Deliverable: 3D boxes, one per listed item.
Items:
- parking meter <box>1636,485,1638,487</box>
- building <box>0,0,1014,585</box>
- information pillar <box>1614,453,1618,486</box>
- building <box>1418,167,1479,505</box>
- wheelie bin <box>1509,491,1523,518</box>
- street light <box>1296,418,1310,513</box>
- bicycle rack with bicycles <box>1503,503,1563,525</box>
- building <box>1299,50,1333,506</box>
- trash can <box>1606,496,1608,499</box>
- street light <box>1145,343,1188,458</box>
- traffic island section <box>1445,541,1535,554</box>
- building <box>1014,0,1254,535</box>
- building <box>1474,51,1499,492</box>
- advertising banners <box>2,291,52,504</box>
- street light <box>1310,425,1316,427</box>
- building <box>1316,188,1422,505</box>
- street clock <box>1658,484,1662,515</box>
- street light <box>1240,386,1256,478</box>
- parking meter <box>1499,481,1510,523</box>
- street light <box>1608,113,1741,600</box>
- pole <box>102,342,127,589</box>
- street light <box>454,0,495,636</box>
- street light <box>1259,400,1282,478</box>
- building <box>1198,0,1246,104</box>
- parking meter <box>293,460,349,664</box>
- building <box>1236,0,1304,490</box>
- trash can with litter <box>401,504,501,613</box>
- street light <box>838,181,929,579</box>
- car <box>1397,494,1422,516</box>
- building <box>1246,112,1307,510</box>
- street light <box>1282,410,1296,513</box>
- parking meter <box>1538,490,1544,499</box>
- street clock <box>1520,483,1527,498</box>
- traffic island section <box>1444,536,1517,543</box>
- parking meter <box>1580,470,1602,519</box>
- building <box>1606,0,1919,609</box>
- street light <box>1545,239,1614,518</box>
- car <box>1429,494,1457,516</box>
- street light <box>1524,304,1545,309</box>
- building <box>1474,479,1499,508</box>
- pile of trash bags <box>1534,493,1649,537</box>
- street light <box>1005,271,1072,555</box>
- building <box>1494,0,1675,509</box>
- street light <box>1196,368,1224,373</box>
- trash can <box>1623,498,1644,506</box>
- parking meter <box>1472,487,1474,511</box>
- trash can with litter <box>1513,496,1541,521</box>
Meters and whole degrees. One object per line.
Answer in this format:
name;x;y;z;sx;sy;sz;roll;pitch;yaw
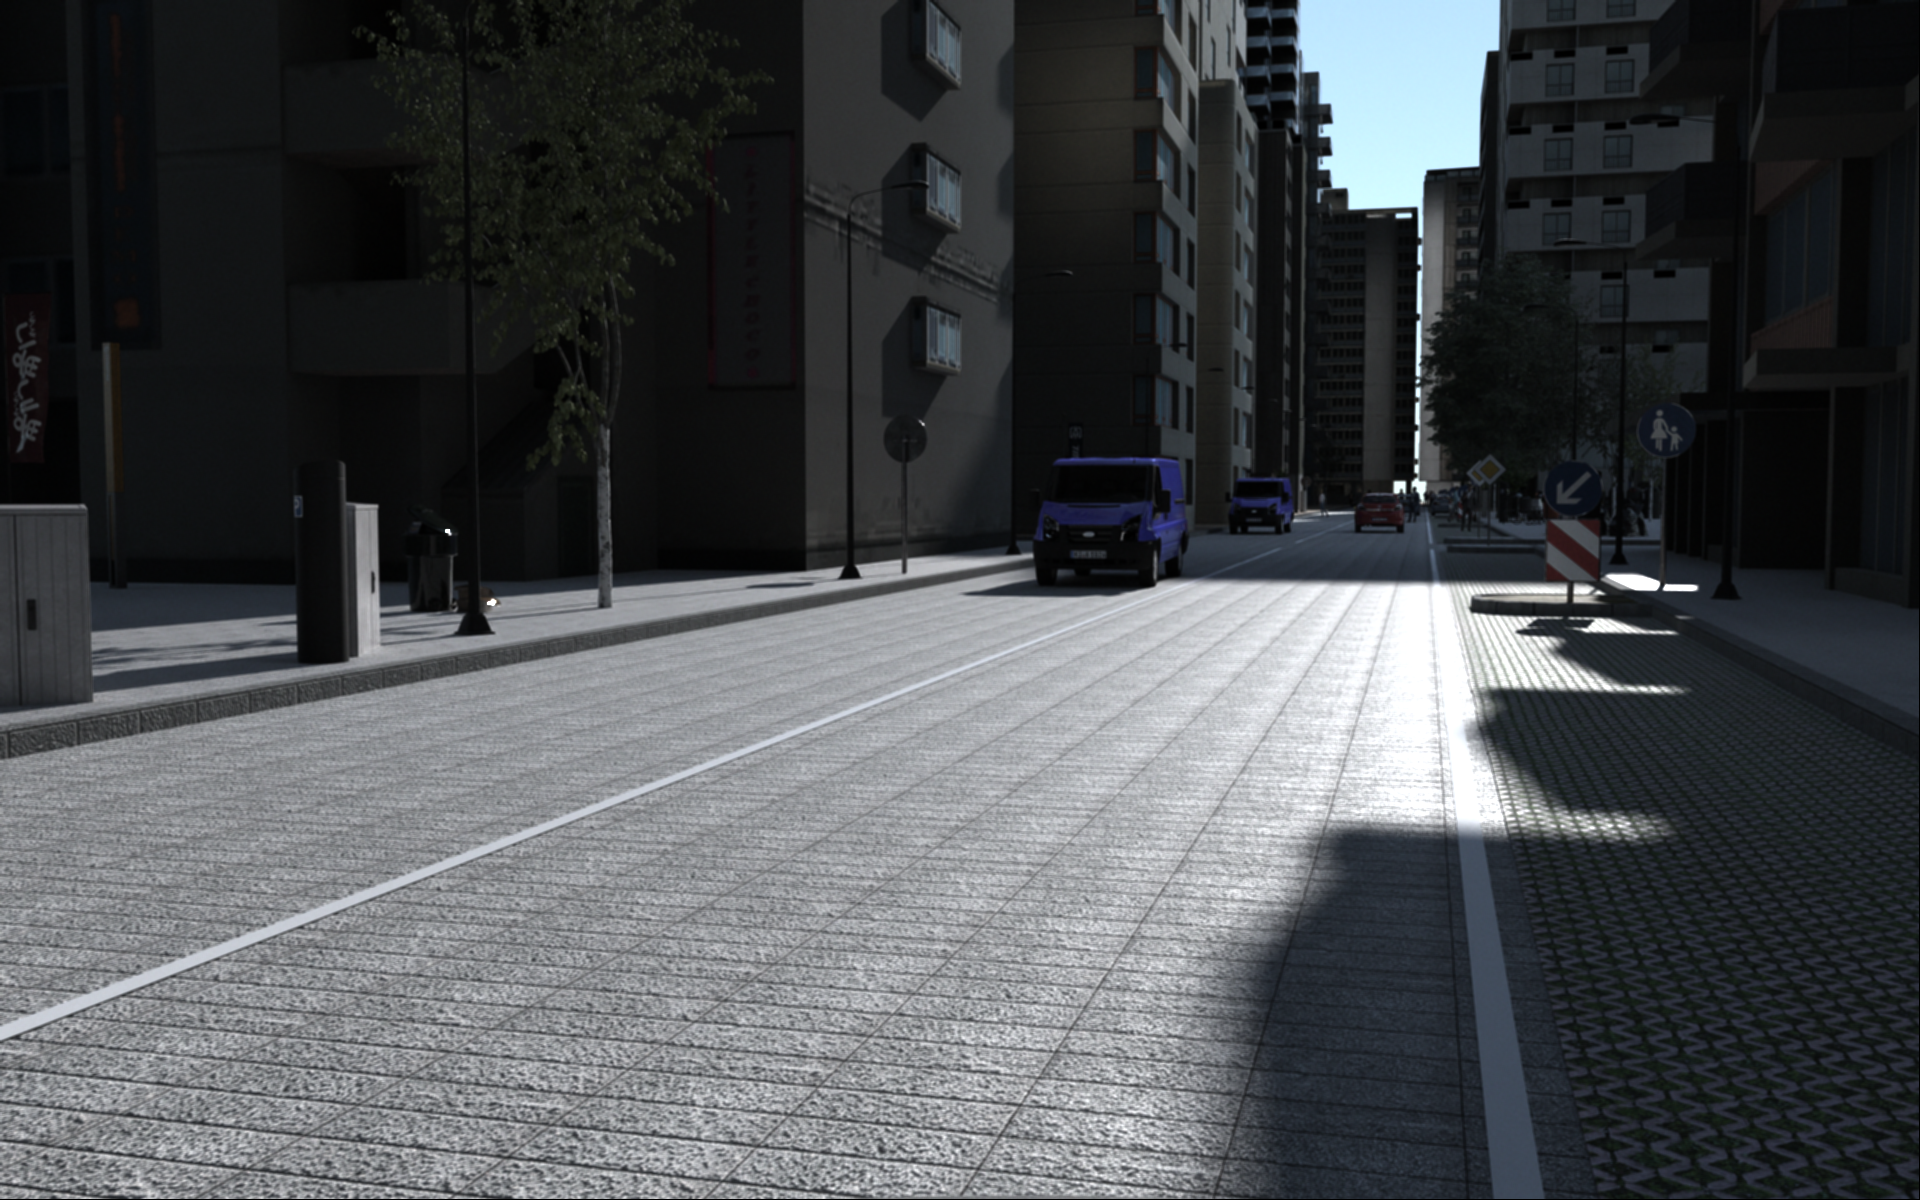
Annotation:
parking meter;43.941;-6.507;112.107;0.399;1.863;0.255;0;4;0
building;-11.572;-25.105;34.171;21.600;48.544;21.300;1;4;15
information pillar;37.415;-6.558;98.573;0.183;3.616;0.504;-2;4;-28
building;63.018;-32.191;209.922;14.086;41.232;14.154;1;4;15
wheelie bin;29.976;-5.257;93.864;0.980;1.594;0.693;2;4;27
street light;20.550;-8.200;106.605;1.470;5.913;1.316;1;4;15
bicycle rack with bicycles;24.311;-3.628;72.693;2.925;0.926;2.852;-1;4;-15
building;25.003;-34.913;190.428;30.456;49.044;23.786;1;4;15
trash can;40.258;-5.839;107.115;0.748;1.137;0.748;0;3;0
street light;6.308;-4.951;53.491;1.470;5.913;1.316;1;4;15
traffic island section;13.126;-1.264;42.945;2.009;0.180;2.903;1;4;15
building;-3.406;-13.797;70.621;27.650;21.520;28.899;1;4;15
building;65.146;-34.021;179.940;21.300;48.544;21.600;1;4;15
advertising banners;-8.804;-1.167;15.274;2.074;3.025;0.090;1;4;17
street light;23.299;-8.839;117.066;1.470;5.913;1.316;1;4;15
building;46.867;-32.498;223.224;23.993;40.220;32.217;1;4;15
street clock;43.422;-6.272;107.109;0.471;2.002;0.358;1;4;11
street light;12.031;-6.268;75.029;1.470;5.913;1.316;1;4;15
parking meter;24.493;-4.417;77.923;0.255;1.863;0.399;-3;4;-36
street light;8.854;-2.974;21.167;1.470;5.913;1.316;1;4;15
pole;-11.434;-1.809;23.426;0.158;3.312;0.155;0;3;0
street light;-3.928;-2.631;15.555;1.470;5.913;1.316;1;4;15
street light;14.944;-6.917;85.637;1.470;5.913;1.316;1;4;15
building;3.629;-31.880;110.473;28.713;52.752;27.495;1;4;15
parking meter;-4.870;-0.293;13.207;0.372;1.533;0.369;0;3;0
building;20.606;-51.634;156.889;22.319;86.520;31.000;1;4;15
trash can with litter;-5.568;-0.466;18.999;1.055;1.170;0.624;1;4;10
street light;-1.143;-3.268;25.975;1.470;5.913;1.316;1;4;15
car;29.973;-6.376;116.254;2.014;1.417;4.499;1;4;16
building;19.280;-22.217;134.956;14.160;30.474;14.107;1;4;15
street light;17.676;-7.566;96.243;1.470;5.913;1.316;1;4;15
parking meter;36.696;-6.177;109.403;0.372;1.533;0.369;0;3;0
street clock;37.381;-6.753;114.979;0.471;2.002;0.358;3;5;44
traffic island section;15.194;-1.736;50.658;2.009;0.180;2.903;1;4;15
parking meter;13.782;-1.964;37.825;0.399;1.863;0.255;-1;4;-9
building;22.055;-22.565;23.555;22.147;44.769;28.867;1;4;15
street light;11.511;-3.613;31.613;1.470;5.913;1.316;1;4;15
car;32.296;-6.322;115.372;2.014;1.417;4.499;1;4;14
street light;14.436;-4.264;42.258;1.470;5.913;1.316;1;4;15
building;58.824;-44.090;159.131;20.563;71.187;20.611;1;4;15
pile of trash bags;19.546;-2.680;53.576;1.912;1.369;3.447;-3;5;-40
street light;1.656;-3.903;36.358;1.470;5.913;1.316;1;4;15
building;56.334;-33.382;135.041;28.713;52.752;27.495;1;4;15
street light;9.019;-5.590;63.943;1.470;5.913;1.316;1;4;15
trash can;22.653;-2.860;58.410;0.748;1.137;0.748;0;3;0
parking meter;35.656;-7.045;120.901;0.399;1.863;0.255;-1;4;-14
trash can with litter;27.862;-4.460;83.981;2.233;1.210;1.678;0;4;6
